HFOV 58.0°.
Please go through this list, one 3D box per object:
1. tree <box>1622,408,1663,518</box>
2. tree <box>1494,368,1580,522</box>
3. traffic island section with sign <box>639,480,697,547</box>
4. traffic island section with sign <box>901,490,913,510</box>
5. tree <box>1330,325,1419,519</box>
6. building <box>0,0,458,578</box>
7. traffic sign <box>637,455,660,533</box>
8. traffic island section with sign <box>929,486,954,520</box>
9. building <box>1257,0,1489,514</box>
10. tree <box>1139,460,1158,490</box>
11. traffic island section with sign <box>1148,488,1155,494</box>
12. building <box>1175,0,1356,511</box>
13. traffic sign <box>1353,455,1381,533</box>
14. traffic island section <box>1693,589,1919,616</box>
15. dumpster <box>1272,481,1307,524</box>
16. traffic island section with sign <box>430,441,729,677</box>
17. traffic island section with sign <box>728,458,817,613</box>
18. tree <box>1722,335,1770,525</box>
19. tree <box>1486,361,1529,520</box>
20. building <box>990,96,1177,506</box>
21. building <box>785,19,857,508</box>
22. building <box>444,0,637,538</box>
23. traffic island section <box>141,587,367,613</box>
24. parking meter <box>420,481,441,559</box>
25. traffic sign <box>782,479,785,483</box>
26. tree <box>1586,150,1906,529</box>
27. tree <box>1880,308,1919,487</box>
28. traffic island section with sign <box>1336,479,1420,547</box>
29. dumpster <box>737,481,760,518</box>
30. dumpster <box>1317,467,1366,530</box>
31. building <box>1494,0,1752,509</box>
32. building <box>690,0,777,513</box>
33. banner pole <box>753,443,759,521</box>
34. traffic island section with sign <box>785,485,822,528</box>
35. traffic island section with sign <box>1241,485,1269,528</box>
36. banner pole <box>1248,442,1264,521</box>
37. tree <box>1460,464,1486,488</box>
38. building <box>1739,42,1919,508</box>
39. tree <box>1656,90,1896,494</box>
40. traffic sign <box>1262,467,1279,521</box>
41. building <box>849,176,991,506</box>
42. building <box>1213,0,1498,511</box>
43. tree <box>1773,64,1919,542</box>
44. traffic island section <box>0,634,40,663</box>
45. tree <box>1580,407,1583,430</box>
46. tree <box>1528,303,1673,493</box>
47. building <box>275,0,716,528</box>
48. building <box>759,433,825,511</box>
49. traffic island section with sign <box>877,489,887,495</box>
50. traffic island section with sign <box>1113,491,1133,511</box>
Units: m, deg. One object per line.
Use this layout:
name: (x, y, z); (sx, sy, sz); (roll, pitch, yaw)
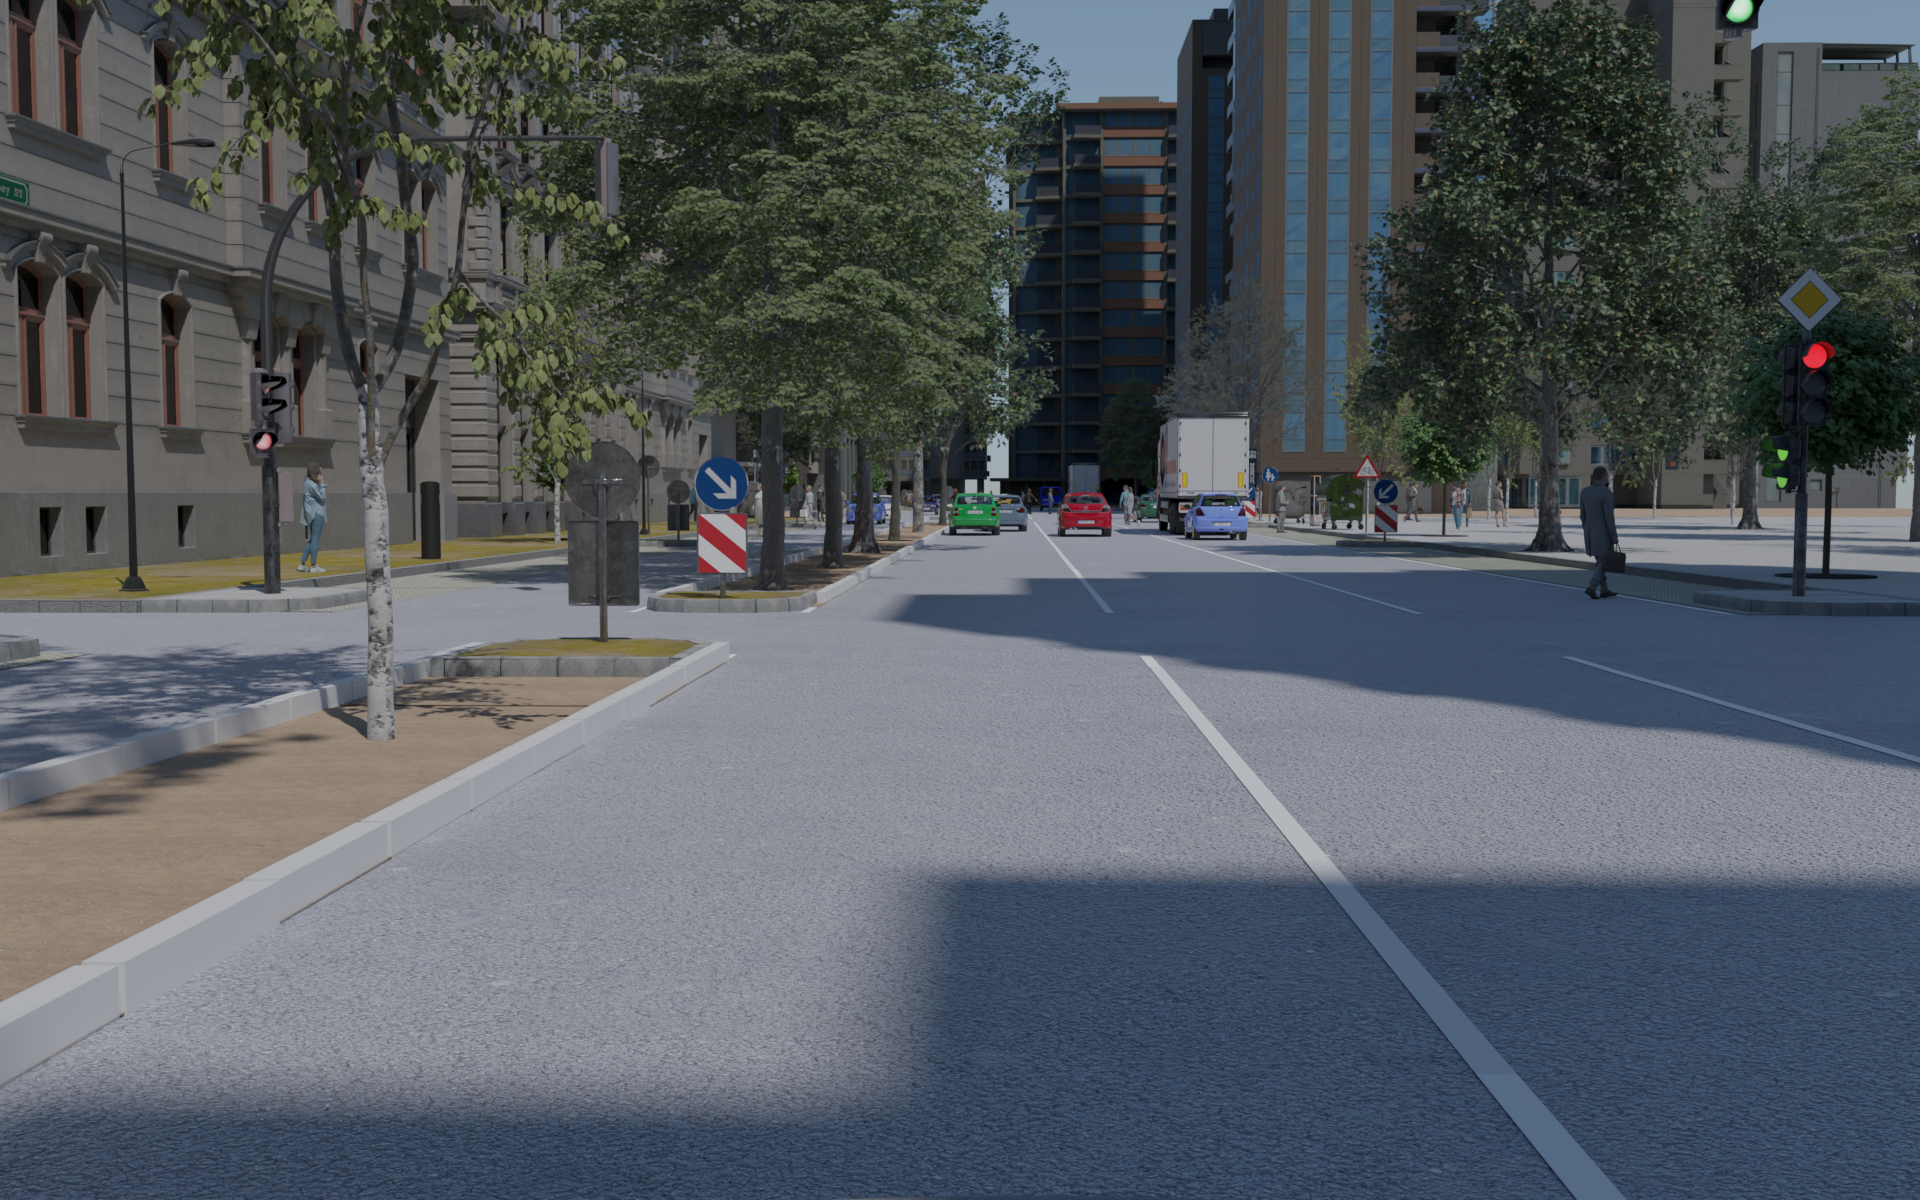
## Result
tree: (37.615, -8.771, 93.762); (4.737, 8.622, 4.395); (0, 3, 0)
tree: (25.475, -7.909, 79.671); (4.737, 8.622, 4.395); (0, 3, 0)
traffic island section with sign: (-7.795, -2.390, 47.708); (1.989, 1.847, 2.006); (0, 4, 2)
traffic island section with sign: (-4.771, -8.722, 151.232); (1.989, 1.847, 2.006); (0, 4, 2)
tree: (18.086, -7.611, 74.795); (4.737, 8.622, 4.395); (0, 3, 0)
building: (-20.613, -15.252, 36.754); (14.401, 28.519, 23.554); (0, 4, 2)
traffic sign: (-10.213, -3.465, 56.763); (0.768, 2.556, 0.104); (0, 4, 2)
traffic island section with sign: (-0.692, -5.430, 96.914); (2.006, 1.907, 1.989); (0, 4, 2)
building: (26.157, -28.491, 115.934); (14.600, 45.320, 14.200); (0, 4, 2)
tree: (16.494, -9.776, 143.543); (4.285, 4.588, 4.351); (0, 3, 0)
traffic island section with sign: (13.553, -7.024, 123.464); (1.989, 1.847, 2.006); (0, 4, 2)
building: (27.734, -31.293, 161.745); (14.600, 45.320, 14.200); (0, 4, 2)
traffic sign: (13.455, -3.505, 57.309); (0.884, 2.594, 0.081); (0, 4, 4)
traffic island section: (10.556, 0.032, 21.753); (2.009, 0.180, 2.903); (0, 4, 2)
dumpster: (14.245, -4.219, 74.735); (1.264, 1.857, 1.865); (0, 4, 1)
traffic island section with sign: (-3.114, -0.383, 14.403); (2.006, 1.907, 1.989); (0, 4, 2)
traffic island section with sign: (-2.887, -0.836, 21.807); (2.006, 1.907, 1.989); (0, 4, 2)
tree: (32.555, -7.447, 72.122); (4.360, 8.622, 3.978); (0, 3, 0)
tree: (25.158, -7.544, 73.715); (4.360, 8.622, 3.978); (0, 3, 0)
building: (17.901, -32.976, 193.785); (28.867, 44.769, 22.147); (0, 4, 2)
building: (-25.898, -51.712, 158.162); (31.000, 86.520, 22.319); (0, 4, 2)
building: (-18.304, -14.107, 59.527); (11.050, 23.489, 19.941); (0, 4, 2)
traffic island section: (-8.876, -0.003, 22.326); (2.009, 0.180, 2.903); (0, 4, 2)
parking meter: (-10.431, -1.573, 34.122); (0.372, 1.533, 0.369); (0, 3, 0)
traffic sign: (-8.946, -5.169, 84.511); (0.884, 2.594, 0.081); (0, 4, 7)
tree: (28.885, -8.922, 62.887); (9.611, 12.733, 9.660); (0, 3, 0)
tree: (37.394, -7.089, 66.267); (4.737, 8.622, 4.395); (0, 3, 0)
traffic island section with sign: (11.309, -2.354, 47.123); (1.989, 1.847, 2.006); (0, 4, 2)
dumpster: (-9.366, -4.369, 77.188); (1.264, 1.857, 1.865); (0, 4, 2)
dumpster: (13.838, -3.685, 62.736); (1.502, 2.255, 1.985); (0, 4, 2)
building: (58.485, -32.577, 156.334); (21.600, 48.544, 21.300); (0, 4, 2)
building: (-26.231, -31.918, 111.092); (28.713, 52.752, 27.495); (0, 4, 2)
banner pole: (-9.628, -5.615, 81.819); (0.401, 3.779, 0.863); (1, 4, 13)
traffic island section with sign: (-7.012, -4.038, 74.652); (1.989, 1.847, 2.006); (0, 4, 2)
traffic island section with sign: (12.097, -4.002, 74.067); (1.989, 1.847, 2.006); (0, 4, 2)
banner pole: (14.237, -5.719, 83.521); (0.863, 3.779, 0.401); (2, 4, 25)
tree: (25.949, -8.240, 85.078); (4.360, 8.622, 3.978); (0, 3, 0)
building: (77.934, -29.178, 160.657); (14.086, 41.232, 14.154); (0, 4, 2)
tree: (36.536, -13.879, 82.811); (12.611, 20.169, 13.585); (0, 3, 0)
traffic sign: (14.543, -4.963, 81.251); (0.768, 2.556, 0.104); (0, 4, 5)
building: (-8.527, -31.035, 199.303); (23.993, 40.220, 32.217); (0, 4, 2)
building: (29.827, -50.426, 137.137); (22.319, 86.520, 31.000); (0, 4, 2)
tree: (25.581, -7.860, 46.636); (7.486, 12.596, 7.792); (0, 3, 0)
traffic island section: (-9.111, 0.485, 14.345); (2.009, 0.180, 2.903); (0, 4, 2)
tree: (31.622, -8.796, 94.179); (4.737, 8.622, 4.395); (0, 3, 0)
tree: (20.898, -6.387, 54.791); (4.360, 8.622, 3.978); (0, 3, 0)
building: (-19.731, -17.966, 81.131); (14.401, 28.519, 23.554); (0, 4, 2)
building: (-17.327, -22.074, 132.615); (14.160, 30.474, 14.107); (0, 4, 2)
traffic island section with sign: (-5.549, -7.074, 124.288); (1.989, 1.847, 2.006); (0, 4, 2)
traffic island section with sign: (14.340, -8.672, 150.408); (1.989, 1.847, 2.006); (0, 4, 2)
